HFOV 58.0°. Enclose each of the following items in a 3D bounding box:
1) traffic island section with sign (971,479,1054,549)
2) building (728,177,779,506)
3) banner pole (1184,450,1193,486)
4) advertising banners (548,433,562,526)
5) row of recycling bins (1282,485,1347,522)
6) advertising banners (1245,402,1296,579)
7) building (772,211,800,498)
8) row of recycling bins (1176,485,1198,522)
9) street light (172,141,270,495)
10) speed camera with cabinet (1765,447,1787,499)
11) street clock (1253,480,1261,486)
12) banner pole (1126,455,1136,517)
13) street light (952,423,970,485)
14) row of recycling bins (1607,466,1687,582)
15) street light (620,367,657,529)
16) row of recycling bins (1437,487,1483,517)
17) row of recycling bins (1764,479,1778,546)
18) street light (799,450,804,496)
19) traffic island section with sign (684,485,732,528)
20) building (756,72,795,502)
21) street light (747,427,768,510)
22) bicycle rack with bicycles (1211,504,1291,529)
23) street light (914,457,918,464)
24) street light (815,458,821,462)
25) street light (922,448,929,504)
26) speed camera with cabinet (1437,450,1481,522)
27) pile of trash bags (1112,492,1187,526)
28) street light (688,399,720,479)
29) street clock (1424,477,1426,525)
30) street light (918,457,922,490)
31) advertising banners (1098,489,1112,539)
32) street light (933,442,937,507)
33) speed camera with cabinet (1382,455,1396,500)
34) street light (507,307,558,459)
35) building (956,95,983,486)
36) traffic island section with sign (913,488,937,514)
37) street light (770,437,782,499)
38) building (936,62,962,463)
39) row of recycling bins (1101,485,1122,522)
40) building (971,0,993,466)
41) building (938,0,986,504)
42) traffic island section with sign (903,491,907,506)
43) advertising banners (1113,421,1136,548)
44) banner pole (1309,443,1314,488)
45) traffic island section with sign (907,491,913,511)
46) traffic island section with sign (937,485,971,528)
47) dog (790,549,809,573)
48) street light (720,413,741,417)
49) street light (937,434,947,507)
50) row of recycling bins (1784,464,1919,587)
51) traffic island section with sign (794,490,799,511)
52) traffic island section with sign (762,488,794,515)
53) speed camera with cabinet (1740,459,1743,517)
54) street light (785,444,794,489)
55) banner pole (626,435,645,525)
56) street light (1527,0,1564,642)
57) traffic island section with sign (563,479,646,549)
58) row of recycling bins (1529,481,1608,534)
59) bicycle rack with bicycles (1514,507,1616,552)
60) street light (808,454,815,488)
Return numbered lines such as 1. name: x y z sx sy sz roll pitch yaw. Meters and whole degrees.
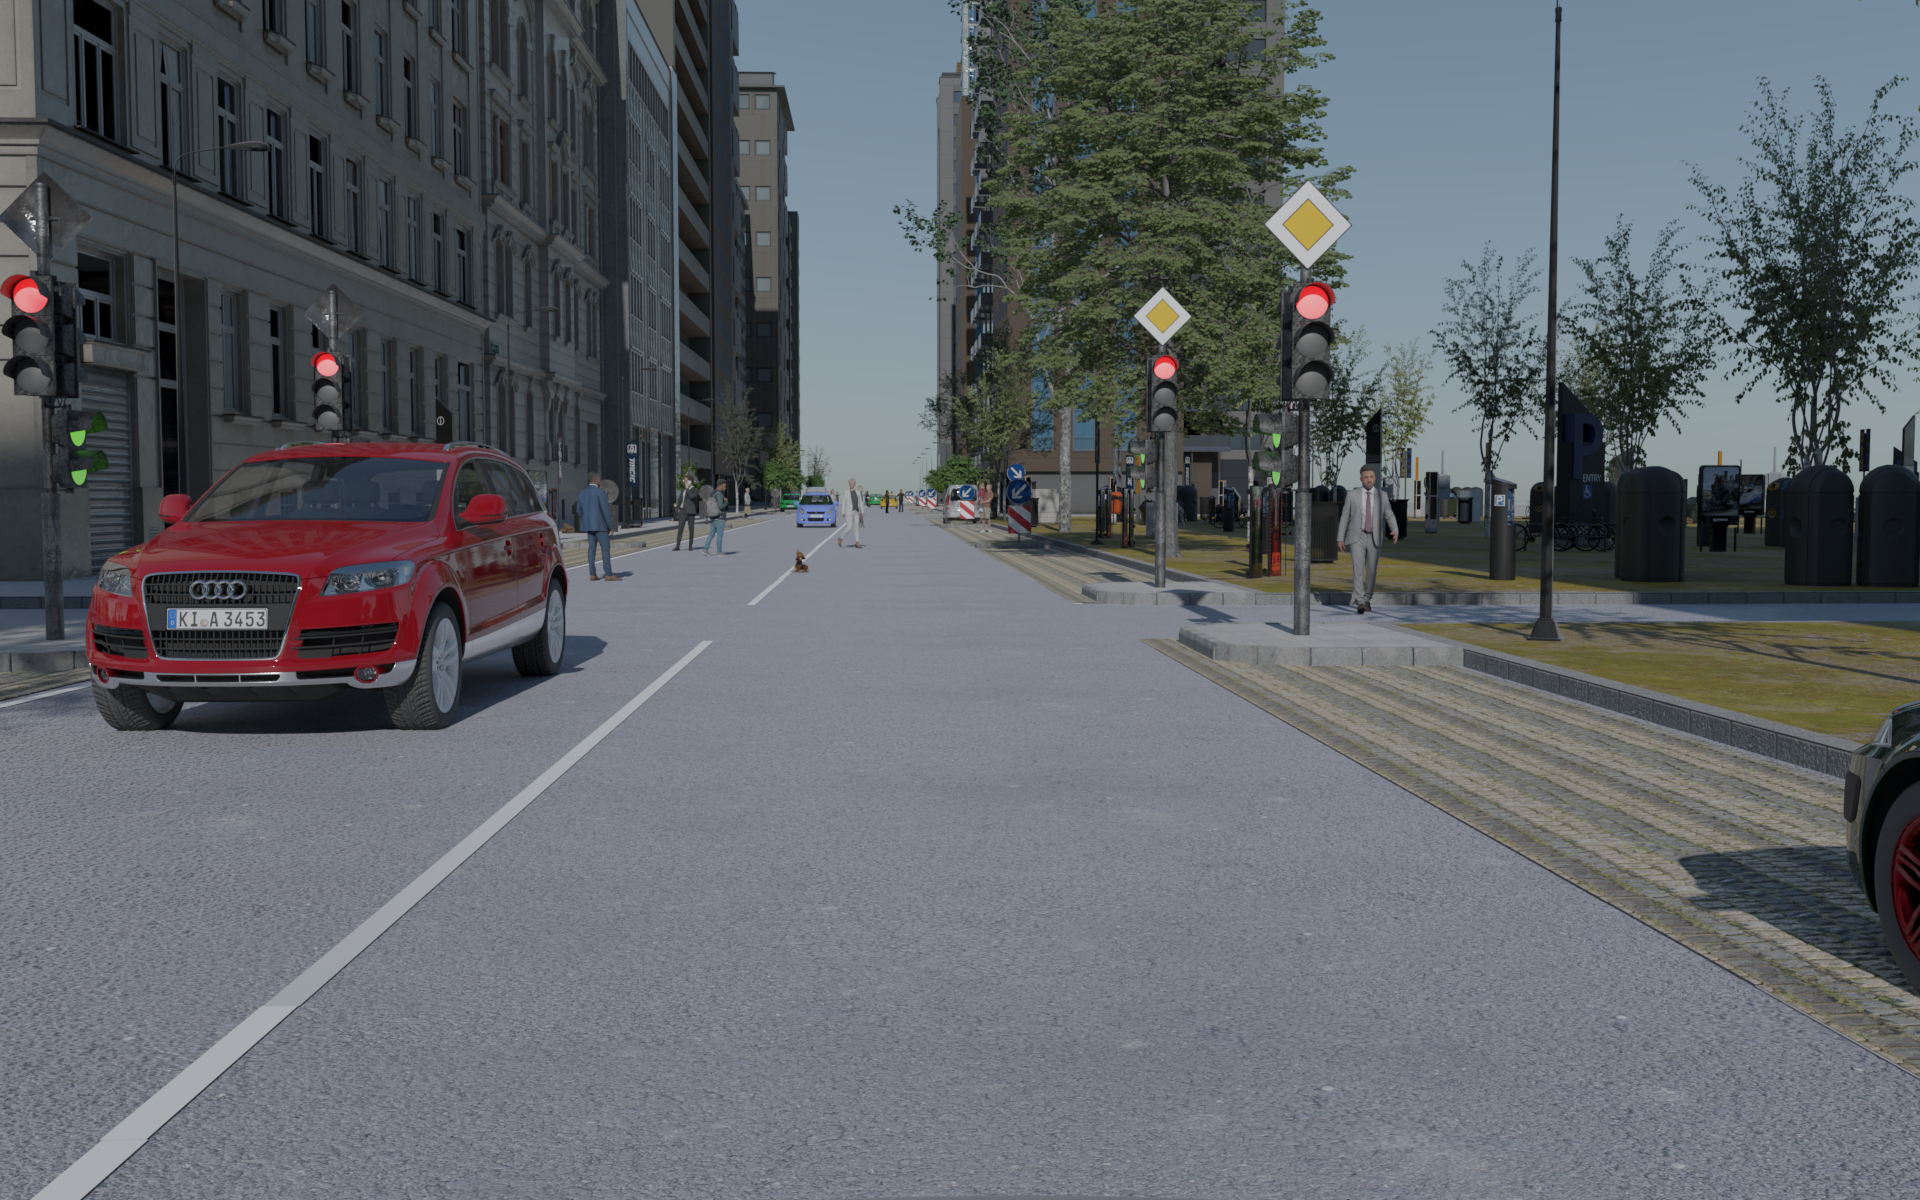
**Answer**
1. traffic island section with sign: 1.410 -2.290 46.076 1.989 1.847 2.006 0 4 -3
2. building: -36.924 -30.761 194.821 32.217 40.220 23.993 0 4 -3
3. banner pole: 12.925 -6.585 97.685 0.401 3.779 0.863 -2 4 -34
4. advertising banners: -11.444 -3.218 48.794 0.090 3.025 2.074 0 4 1
5. row of recycling bins: 16.119 -4.424 79.449 3.534 1.692 1.069 3 4 39
6. advertising banners: 4.890 -1.880 26.920 0.090 3.025 2.074 2 4 32
7. building: -29.826 -34.219 243.082 14.154 41.232 14.086 0 4 -3
8. row of recycling bins: 10.376 -4.605 82.399 1.069 1.692 3.534 -1 4 -11
9. street light: -9.790 -3.083 22.945 1.470 5.913 1.316 0 4 -3
10. speed camera with cabinet: 34.737 -4.764 72.220 2.038 3.252 0.660 3 5 45
11. street clock: 15.442 -5.258 90.542 0.471 2.002 0.358 3 5 41
12. banner pole: 9.732 -6.586 97.697 0.863 3.779 0.401 0 4 -5
13. street light: 0.039 -8.655 114.047 1.470 5.913 1.316 0 4 -3
14. row of recycling bins: 10.657 -1.200 26.740 1.069 1.692 3.534 1 4 22
15. street light: -11.783 -5.562 63.486 1.470 5.913 1.316 0 4 -3
16. row of recycling bins: 28.370 -5.558 97.985 3.534 1.692 1.069 -3 4 -36
17. row of recycling bins: 20.098 -2.095 41.366 1.069 1.692 3.534 1 4 12
18. street light: -17.133 -12.840 182.478 1.470 5.913 1.316 0 4 -3
19. traffic island section with sign: -10.654 -3.941 73.062 1.989 1.847 2.006 0 4 -3
20. building: -35.856 -38.614 220.578 28.713 52.752 27.495 0 4 -3
21. street light: -14.237 -9.061 120.681 1.470 5.913 1.316 0 4 -3
22. bicycle rack with bicycles: 11.001 -3.171 65.230 2.925 0.926 2.852 1 4 12
23. street light: -4.736 -15.017 218.075 1.470 5.913 1.316 0 4 -3
24. street light: -19.010 -15.330 223.185 1.470 5.913 1.316 0 4 -3
25. street light: -2.845 -12.398 175.241 1.470 5.913 1.316 0 4 -3
26. speed camera with cabinet: 22.559 -5.153 78.580 2.038 3.252 0.660 0 4 6
27. pile of trash bags: 7.739 -3.772 71.429 3.447 1.369 1.912 2 4 26
28. street light: -12.660 -6.842 84.412 1.470 5.913 1.316 0 4 -3
29. street clock: 19.498 -4.137 72.206 0.358 2.002 0.471 0 4 -1
30. street light: -3.755 -13.763 197.566 1.470 5.913 1.316 0 4 -3
31. advertising banners: 4.346 -3.329 50.612 0.090 3.025 2.074 1 4 20
32. street light: -1.748 -11.142 154.708 1.470 5.913 1.316 0 4 -3
33. speed camera with cabinet: 21.933 -5.800 89.170 0.660 3.252 2.038 0 4 1
34. street light: -10.656 -4.313 43.066 1.470 5.913 1.316 0 4 -3
35. building: 6.739 -33.107 191.412 14.600 45.320 14.200 0 4 -3
36. traffic island section with sign: -2.164 -7.032 123.596 1.989 1.847 2.006 0 4 -3
37. street light: -15.325 -10.317 141.221 1.470 5.913 1.316 0 4 -3
38. building: 7.247 -42.929 243.891 21.231 58.520 28.212 0 4 -3
39. row of recycling bins: 6.985 -4.462 80.068 1.069 1.692 3.534 1 4 9
40. building: 12.497 -32.883 157.249 23.786 49.044 30.456 0 4 -3
41. building: 8.967 -55.060 212.902 22.319 86.520 31.000 0 4 -3
42. traffic island section with sign: -5.954 -12.081 206.154 1.989 1.847 2.006 0 4 -3
43. advertising banners: 3.951 -2.762 41.339 0.090 3.025 2.074 1 4 17
44. banner pole: 16.992 -5.768 84.321 0.401 3.779 0.863 -3 4 -37
45. traffic island section with sign: -3.406 -8.685 150.621 1.989 1.847 2.006 0 4 -3
46. traffic island section with sign: 0.149 -3.959 73.361 1.989 1.847 2.006 0 4 -3
47. dog: -3.001 -0.709 31.781 0.550 0.427 0.748 2 4 26
48. street light: -13.280 -7.760 99.422 1.470 5.913 1.316 0 4 -3
49. street light: -0.841 -9.893 134.289 1.470 5.913 1.316 0 4 -3
50. row of recycling bins: 13.451 -1.041 24.128 3.534 1.692 1.069 1 4 11
51. traffic island section with sign: -14.165 -8.595 149.161 1.989 1.847 2.006 0 4 -3
52. traffic island section with sign: -12.900 -6.912 121.639 1.989 1.847 2.006 0 4 -3
53. speed camera with cabinet: 44.417 -6.356 98.248 0.660 3.252 2.038 2 4 28
54. street light: -16.094 -11.548 161.347 1.470 5.913 1.316 0 4 -3
55. banner pole: -13.641 -5.072 72.944 0.863 3.779 0.401 -1 4 -20
56. street light: 4.612 -2.599 15.042 1.470 5.913 1.316 0 4 -3
57. traffic island section with sign: -9.427 -2.294 46.134 1.989 1.847 2.006 0 4 -3
58. row of recycling bins: 20.135 -3.040 56.817 1.069 1.692 3.534 -2 4 -27
59. bicycle rack with bicycles: 14.043 -1.574 39.113 2.925 0.926 2.852 3 4 36
60. street light: -18.090 -14.071 202.595 1.470 5.913 1.316 0 4 -3
